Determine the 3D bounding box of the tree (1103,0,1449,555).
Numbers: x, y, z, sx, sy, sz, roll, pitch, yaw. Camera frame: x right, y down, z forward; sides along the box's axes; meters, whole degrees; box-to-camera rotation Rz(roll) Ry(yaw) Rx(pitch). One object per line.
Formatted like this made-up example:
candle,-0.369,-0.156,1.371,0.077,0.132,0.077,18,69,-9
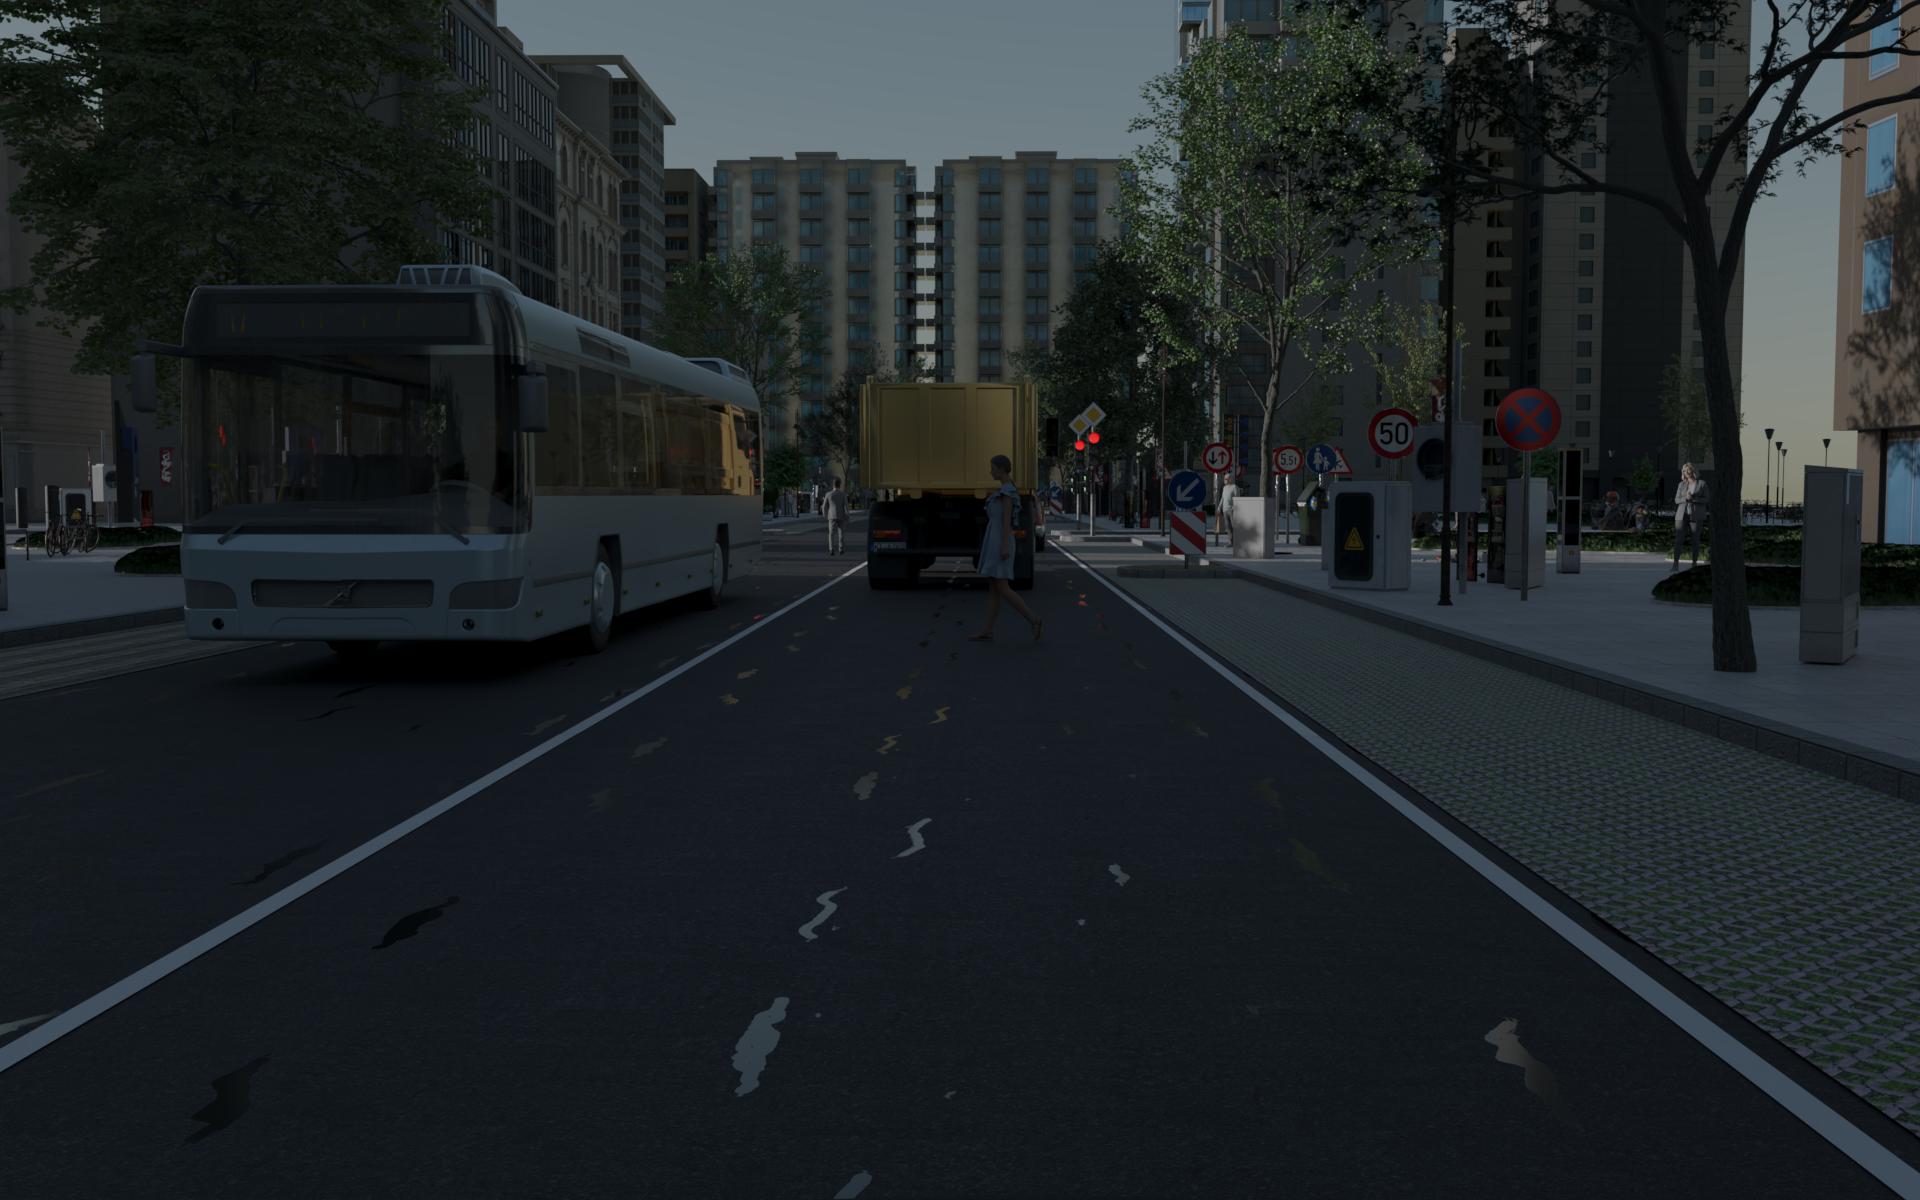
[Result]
tree,6.638,-6.778,36.573,9.928,11.665,9.643,0,3,0

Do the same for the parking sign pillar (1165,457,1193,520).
parking sign pillar,10.987,-6.010,86.743,1.447,3.967,1.447,0,4,-6

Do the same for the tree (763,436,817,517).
tree,-9.817,-6.997,98.114,4.285,4.588,4.351,0,3,0

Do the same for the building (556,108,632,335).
building,-30.026,-19.751,110.319,14.401,28.519,23.554,0,4,1

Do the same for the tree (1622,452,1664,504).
tree,31.178,-5.144,78.714,1.663,3.219,1.824,0,3,0

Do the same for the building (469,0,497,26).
building,-64.952,-39.484,187.566,28.212,58.520,21.231,0,4,1

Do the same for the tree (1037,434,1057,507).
tree,8.116,-13.227,166.628,4.360,8.622,3.978,0,3,0

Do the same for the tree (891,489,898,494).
tree,-7.466,-12.577,200.235,1.663,3.219,1.824,0,3,0

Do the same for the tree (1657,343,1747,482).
tree,36.213,-8.245,85.164,4.737,8.622,4.395,0,3,0

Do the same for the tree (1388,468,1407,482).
tree,31.654,-8.018,125.688,1.663,3.219,1.824,0,3,0

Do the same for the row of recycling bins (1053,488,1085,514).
row of recycling bins,8.826,-7.581,131.058,3.534,1.692,1.069,0,4,8

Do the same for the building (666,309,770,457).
building,-36.453,-20.780,184.784,28.899,21.520,27.650,0,4,1

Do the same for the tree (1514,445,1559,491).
tree,35.324,-7.417,104.985,4.285,4.588,4.351,0,3,0

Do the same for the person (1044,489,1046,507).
person,8.167,-9.851,167.561,0.683,1.767,0.568,1,4,23

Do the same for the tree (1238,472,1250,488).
tree,21.124,-8.338,130.934,1.663,3.219,1.824,0,3,0

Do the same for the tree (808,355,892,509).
tree,-8.551,-14.725,151.118,12.009,13.543,11.850,0,3,0

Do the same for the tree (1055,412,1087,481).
tree,8.261,-10.280,118.438,4.737,8.622,4.395,0,3,0

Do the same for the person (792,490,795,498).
person,-19.107,-11.717,198.534,0.530,1.710,0.541,0,4,-7

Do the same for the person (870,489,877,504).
person,-8.463,-9.773,165.816,1.348,1.826,0.705,3,5,40

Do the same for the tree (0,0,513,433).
tree,-10.537,-6.564,25.441,7.486,12.596,7.792,0,3,0

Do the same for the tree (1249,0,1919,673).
tree,5.578,-4.782,12.601,8.767,10.594,7.601,-1,4,-12

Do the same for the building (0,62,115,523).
building,-49.939,-14.114,79.912,18.267,20.994,9.793,0,4,1

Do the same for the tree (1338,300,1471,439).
tree,17.240,-7.003,64.869,4.737,8.622,4.395,0,3,0

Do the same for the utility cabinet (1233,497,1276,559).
utility cabinet,5.894,-1.440,34.710,0.306,1.237,1.020,-2,4,-28

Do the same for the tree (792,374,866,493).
tree,-9.024,-12.261,134.884,8.767,10.594,7.601,0,4,-6

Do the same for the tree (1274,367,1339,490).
tree,20.483,-9.160,100.133,4.737,8.622,4.395,0,3,0

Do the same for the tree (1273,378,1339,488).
tree,21.836,-9.701,108.967,4.360,8.622,3.978,0,3,0

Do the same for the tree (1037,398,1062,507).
tree,8.914,-16.336,177.464,12.009,13.543,11.850,0,3,0

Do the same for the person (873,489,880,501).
person,-8.769,-10.384,175.917,1.348,1.812,0.705,1,4,9

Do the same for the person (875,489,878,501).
person,-8.949,-10.917,184.553,0.705,1.823,1.348,-1,4,-16

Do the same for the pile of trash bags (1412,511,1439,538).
pile of trash bags,13.041,-2.526,51.060,1.912,1.369,3.447,0,4,6

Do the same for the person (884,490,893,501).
person,-7.601,-10.849,184.249,1.217,1.723,0.721,1,4,21

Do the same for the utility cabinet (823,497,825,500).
utility cabinet,-10.065,-7.494,131.198,0.318,1.500,1.173,2,4,33

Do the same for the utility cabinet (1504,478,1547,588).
utility cabinet,7.735,-0.918,23.694,0.318,1.500,1.173,2,4,30

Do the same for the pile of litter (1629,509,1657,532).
pile of litter,20.455,-2.313,51.777,1.176,0.858,1.719,-3,4,-36

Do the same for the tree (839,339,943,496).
tree,-9.262,-21.841,212.986,12.611,20.169,13.585,0,3,0

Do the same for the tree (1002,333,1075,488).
tree,9.437,-21.169,202.009,12.611,20.169,13.585,0,3,0

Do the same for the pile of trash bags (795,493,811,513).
pile of trash bags,-10.910,-6.507,116.135,1.912,1.369,3.447,0,4,-1

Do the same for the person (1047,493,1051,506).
person,9.545,-11.044,187.420,0.742,1.727,0.445,0,4,6

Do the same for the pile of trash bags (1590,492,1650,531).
pile of trash bags,23.478,-3.183,61.792,1.912,1.369,3.447,1,4,11

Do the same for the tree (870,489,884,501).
tree,-7.852,-13.710,174.515,4.737,8.622,4.395,0,3,0

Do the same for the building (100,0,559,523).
building,-29.730,-17.926,86.595,14.314,27.812,24.014,0,4,1

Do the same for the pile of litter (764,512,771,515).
pile of litter,-12.374,-5.802,108.826,1.176,0.858,1.719,3,5,45

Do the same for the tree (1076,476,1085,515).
tree,7.796,-6.987,108.843,1.663,3.219,1.824,0,3,0

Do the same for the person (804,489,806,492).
person,-17.322,-11.558,194.887,0.709,1.838,0.599,3,5,44

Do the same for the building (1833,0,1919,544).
building,26.420,-23.267,30.532,14.600,45.320,14.200,0,4,1

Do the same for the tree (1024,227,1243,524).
tree,7.320,-9.632,74.498,9.611,12.733,9.660,0,3,0

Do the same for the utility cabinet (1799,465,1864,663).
utility cabinet,6.775,-0.290,13.428,0.318,1.500,1.173,2,4,32

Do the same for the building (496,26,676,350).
building,-38.540,-27.913,148.266,32.217,40.220,23.993,0,4,1

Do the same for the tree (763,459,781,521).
tree,-9.505,-5.413,83.107,1.663,3.219,1.824,0,3,0

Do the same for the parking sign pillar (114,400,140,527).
parking sign pillar,-24.268,-3.793,50.487,1.447,3.967,1.447,-1,4,-16

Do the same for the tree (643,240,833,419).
tree,-8.962,-8.815,69.888,9.928,11.665,9.643,0,3,0
